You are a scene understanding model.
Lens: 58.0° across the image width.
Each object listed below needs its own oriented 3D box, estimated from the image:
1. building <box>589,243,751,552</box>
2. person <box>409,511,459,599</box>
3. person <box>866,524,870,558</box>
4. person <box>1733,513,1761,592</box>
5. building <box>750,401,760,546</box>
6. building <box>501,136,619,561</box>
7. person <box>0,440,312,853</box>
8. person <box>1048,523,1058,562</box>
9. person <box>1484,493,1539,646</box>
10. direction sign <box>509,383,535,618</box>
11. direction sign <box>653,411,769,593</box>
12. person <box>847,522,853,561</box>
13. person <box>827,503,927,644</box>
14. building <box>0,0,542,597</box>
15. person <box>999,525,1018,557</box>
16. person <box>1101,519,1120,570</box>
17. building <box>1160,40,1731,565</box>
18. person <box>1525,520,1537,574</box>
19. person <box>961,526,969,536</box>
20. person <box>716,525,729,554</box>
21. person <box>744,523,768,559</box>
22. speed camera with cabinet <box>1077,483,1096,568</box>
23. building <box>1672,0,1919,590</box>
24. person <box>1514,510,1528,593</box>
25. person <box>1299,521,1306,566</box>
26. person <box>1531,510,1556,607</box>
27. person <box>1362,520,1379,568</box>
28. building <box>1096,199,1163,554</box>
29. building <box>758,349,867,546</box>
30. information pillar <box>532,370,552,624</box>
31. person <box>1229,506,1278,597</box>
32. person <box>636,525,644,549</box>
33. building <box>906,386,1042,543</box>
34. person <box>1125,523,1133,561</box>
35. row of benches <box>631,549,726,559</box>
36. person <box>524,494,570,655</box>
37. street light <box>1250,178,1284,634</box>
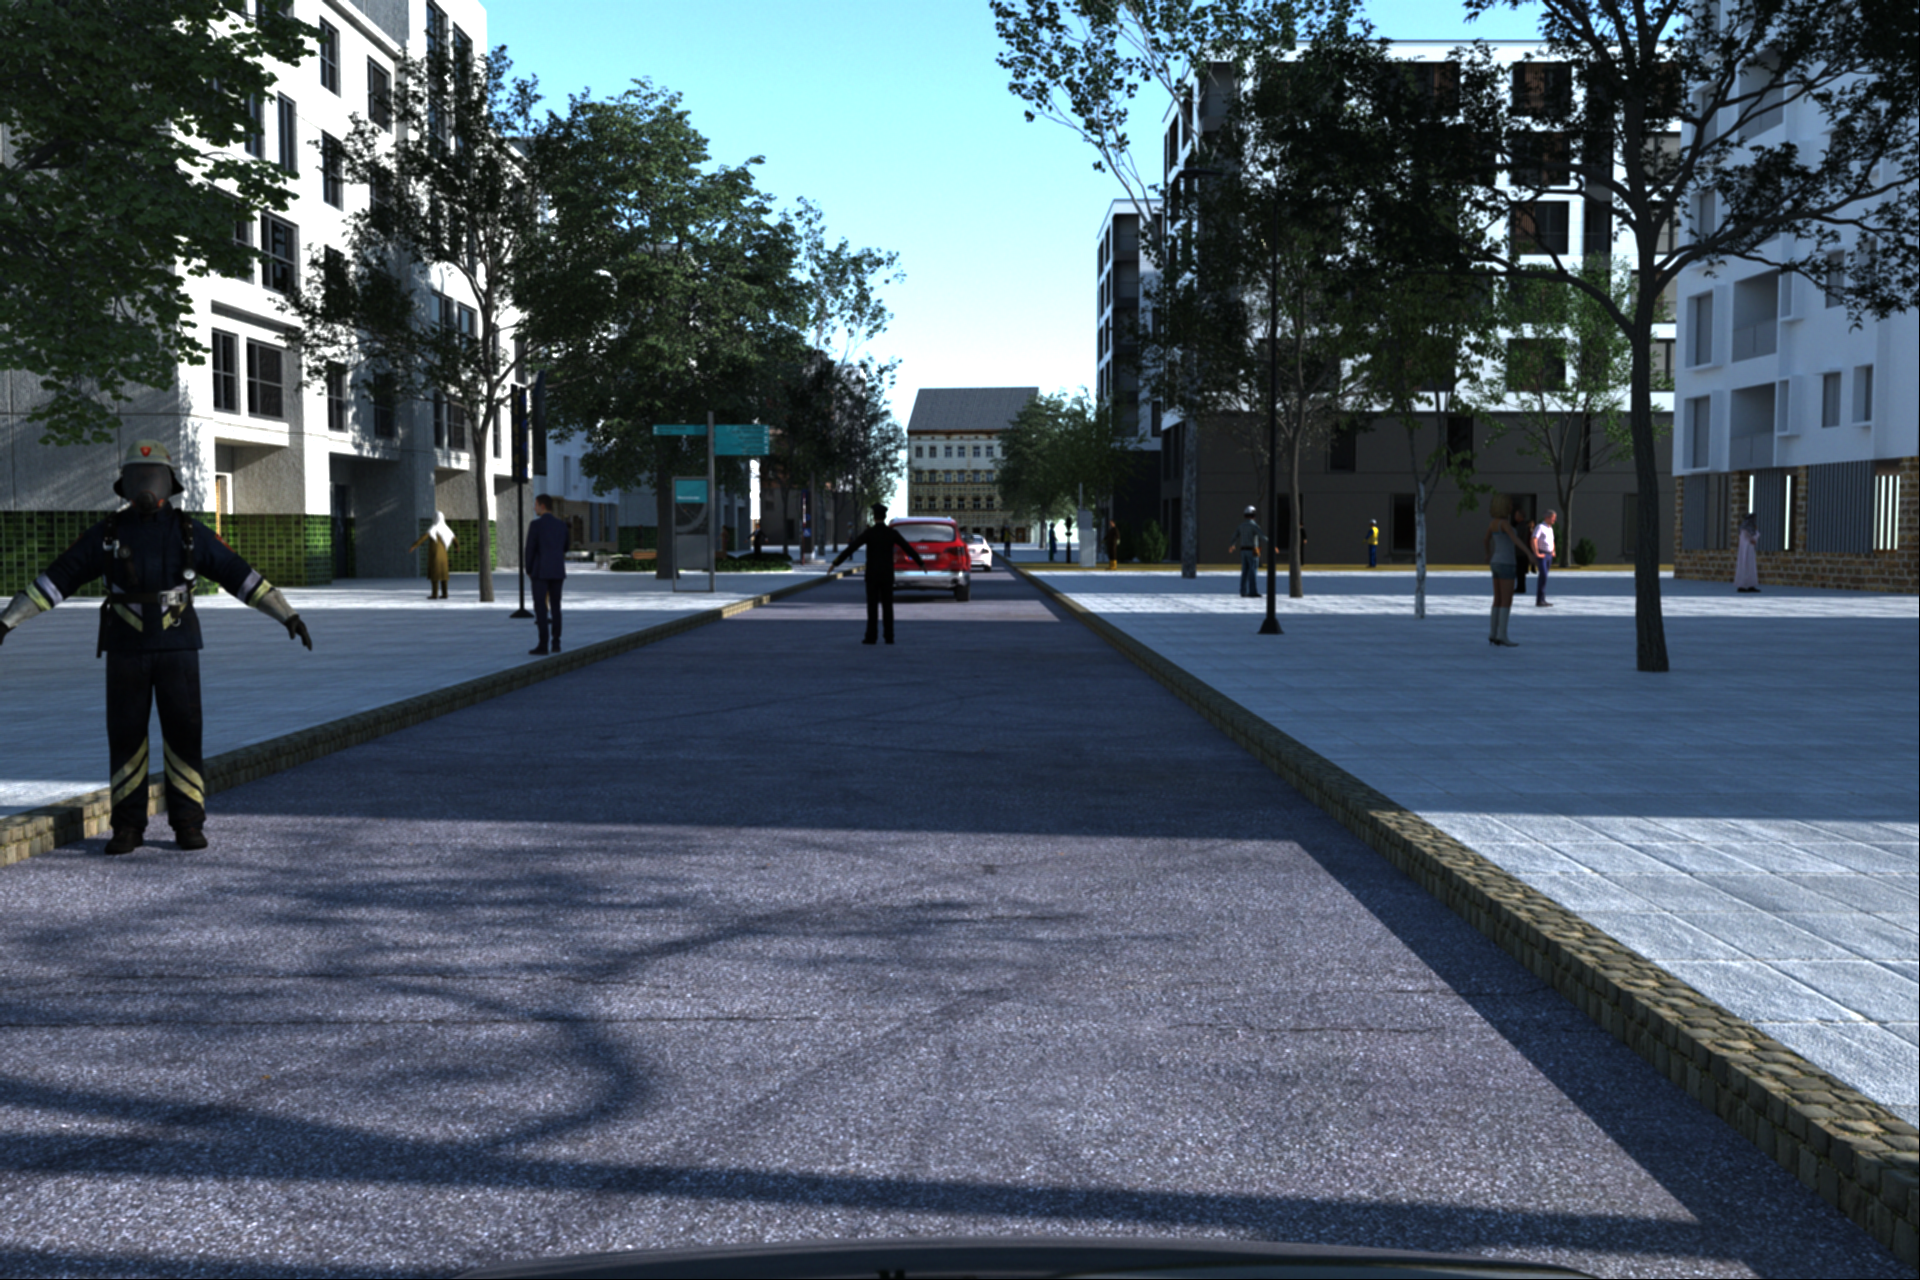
[{"bbox_3d":[-25.188,-15.598,121.489,16.747,18.905,31.486,0,4,1],"label":"building"},{"bbox_3d":[-10.391,-1.684,34.311,0.721,1.736,1.217,2,4,33],"label":"person"},{"bbox_3d":[-4.849,-5.245,91.974,0.704,1.802,1.346,0,4,7],"label":"person"},{"bbox_3d":[17.374,-1.922,38.133,0.621,1.740,0.551,1,4,10],"label":"person"},{"bbox_3d":[-27.094,-19.598,176.854,16.016,20.090,11.380,0,4,1],"label":"building"},{"bbox_3d":[-24.017,-13.908,83.821,16.016,20.090,11.380,0,4,-1],"label":"building"},{"bbox_3d":[-3.660,0.024,7.847,1.354,1.856,0.705,-1,4,-21],"label":"person"},{"bbox_3d":[4.335,-4.585,81.092,0.704,1.817,1.347,-1,4,-10],"label":"person"},{"bbox_3d":[6.311,-0.813,19.899,0.721,1.753,1.214,0,4,-8],"label":"person"},{"bbox_3d":[-6.734,-2.112,26.526,0.379,3.537,0.876,0,4,0],"label":"direction sign"},{"bbox_3d":[-5.416,-3.034,38.362,2.525,3.948,1.411,0,4,1],"label":"direction sign"},{"bbox_3d":[-5.330,-4.763,83.735,0.705,1.847,1.347,0,4,-1],"label":"person"},{"bbox_3d":[-1.055,-0.869,22.594,1.347,1.837,0.705,-1,4,-18],"label":"person"},{"bbox_3d":[-24.301,-11.255,50.469,16.747,18.905,31.486,0,4,0],"label":"building"},{"bbox_3d":[2.673,-5.487,96.172,1.216,1.772,0.721,-2,4,-32],"label":"person"},{"bbox_3d":[5.390,-3.392,61.600,0.704,1.812,1.346,-1,4,-21],"label":"person"},{"bbox_3d":[23.945,-14.948,88.368,27.936,21.610,32.646,0,3,0],"label":"building"},{"bbox_3d":[18.476,-3.005,55.934,1.215,1.729,0.721,-1,4,-13],"label":"person"},{"bbox_3d":[0.244,-4.332,79.476,1.347,1.806,0.705,-3,5,-41],"label":"person"},{"bbox_3d":[-11.575,-4.755,84.544,0.721,1.733,1.217,1,4,21],"label":"person"},{"bbox_3d":[-8.456,-3.990,71.963,1.216,1.740,0.721,2,4,34],"label":"person"},{"bbox_3d":[4.840,-4.398,66.240,0.660,3.252,2.038,0,4,1],"label":"speed camera with cabinet"},{"bbox_3d":[25.369,-11.654,46.964,16.016,20.090,11.380,0,4,0],"label":"building"},{"bbox_3d":[12.132,-1.922,37.600,0.705,1.807,1.348,2,4,28],"label":"person"},{"bbox_3d":[13.762,-3.916,70.218,0.705,1.806,1.347,-1,4,-15],"label":"person"},{"bbox_3d":[10.453,-1.460,30.846,0.756,1.711,0.436,-3,4,-37],"label":"person"},{"bbox_3d":[15.761,-3.691,66.311,0.705,1.833,1.349,3,4,36],"label":"person"},{"bbox_3d":[23.385,-17.013,122.145,27.936,21.610,32.646,0,4,0],"label":"building"},{"bbox_3d":[-25.808,-22.257,207.873,27.936,21.610,32.646,0,4,0],"label":"building"},{"bbox_3d":[-5.955,-2.033,24.592,0.183,3.616,0.504,0,3,0],"label":"information pillar"},{"bbox_3d":[5.924,-1.801,35.278,0.704,1.849,1.345,-2,4,-35],"label":"person"},{"bbox_3d":[-17.867,-5.542,96.887,0.705,1.796,1.348,-1,4,-21],"label":"person"},{"bbox_3d":[2.766,-25.947,257.620,18.063,23.208,19.493,1,4,9],"label":"building"},{"bbox_3d":[7.912,-4.602,81.426,1.347,1.806,0.705,3,4,36],"label":"person"},{"bbox_3d":[-11.867,-3.492,72.561,4.104,0.672,1.422,-1,4,-22],"label":"row of benches"},{"bbox_3d":[-4.432,-0.712,18.610,0.541,1.710,0.530,-3,4,-36],"label":"person"},{"bbox_3d":[4.547,-3.033,22.133,1.470,5.913,1.316,0,3,0],"label":"street light"}]
